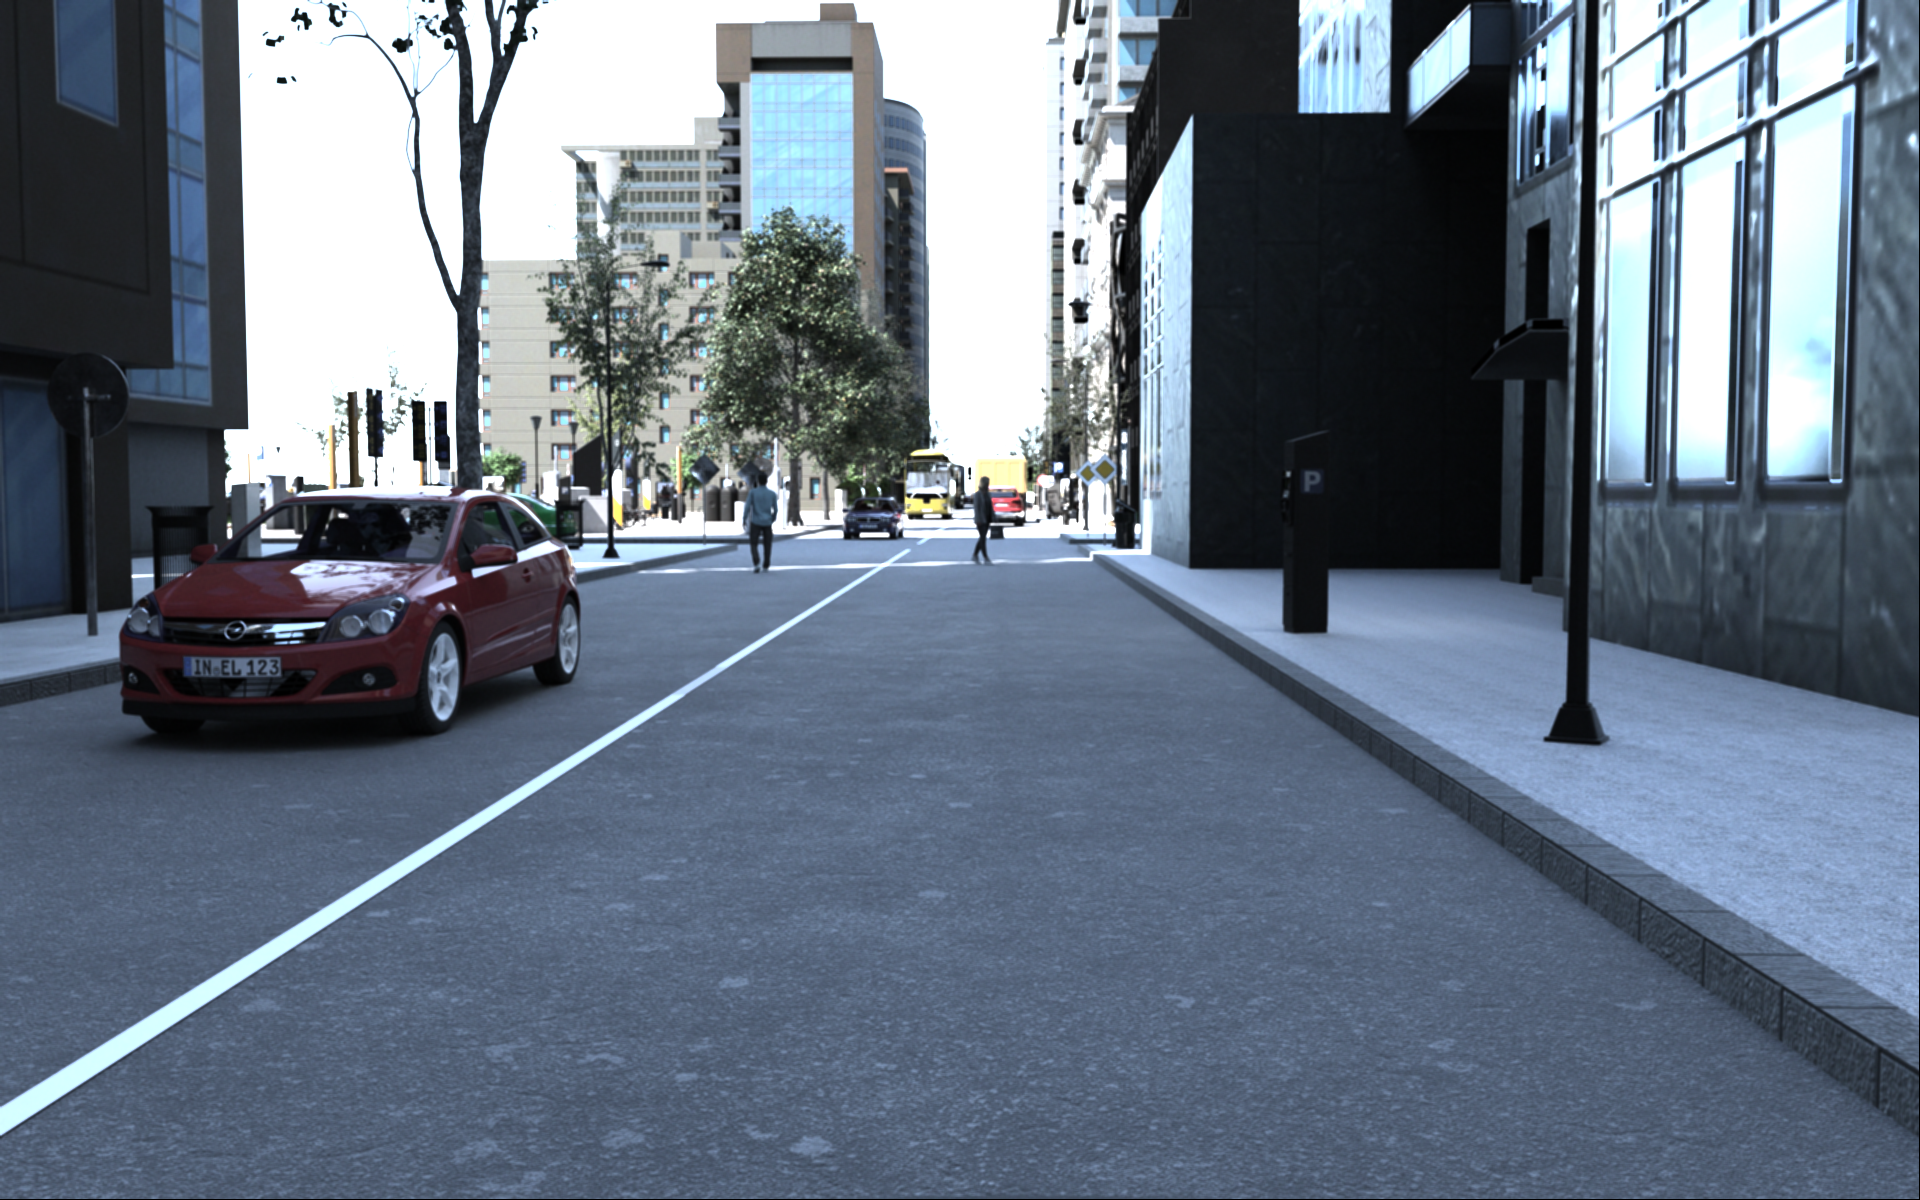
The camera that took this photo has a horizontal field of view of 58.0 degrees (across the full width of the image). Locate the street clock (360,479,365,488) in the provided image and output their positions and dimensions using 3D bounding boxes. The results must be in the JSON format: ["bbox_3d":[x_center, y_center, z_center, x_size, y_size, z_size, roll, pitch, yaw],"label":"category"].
[{"bbox_3d":[-27.442,-4.578,79.415,0.358,2.002,0.471,-1,4,-9],"label":"street clock"}]

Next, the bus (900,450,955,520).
[{"bbox_3d":[-1.694,-6.630,99.944,2.896,3.916,12.252,0,4,1],"label":"bus"}]

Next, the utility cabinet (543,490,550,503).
[{"bbox_3d":[-20.090,-4.651,84.729,0.318,1.500,1.173,-2,4,-25],"label":"utility cabinet"}]

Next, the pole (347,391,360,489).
[{"bbox_3d":[-12.027,-2.480,34.392,0.158,3.312,0.155,0,3,0],"label":"pole"}]

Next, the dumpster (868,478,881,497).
[{"bbox_3d":[-5.556,-6.233,104.408,1.502,2.255,1.985,0,4,1],"label":"dumpster"}]

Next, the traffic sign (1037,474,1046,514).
[{"bbox_3d":[5.357,-6.836,111.879,0.768,2.556,0.104,0,4,8],"label":"traffic sign"}]

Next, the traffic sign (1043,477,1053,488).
[{"bbox_3d":[5.112,-6.008,100.365,0.606,2.300,0.079,0,4,7],"label":"traffic sign"}]

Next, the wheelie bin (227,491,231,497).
[{"bbox_3d":[-49.090,-6.662,116.826,0.693,1.594,0.980,-3,4,-37],"label":"wheelie bin"}]

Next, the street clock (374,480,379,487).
[{"bbox_3d":[-29.536,-5.083,87.673,0.358,2.002,0.471,-1,4,-15],"label":"street clock"}]

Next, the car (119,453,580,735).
[{"bbox_3d":[-3.902,-0.162,11.690,2.155,1.783,4.494,0,4,3],"label":"car"}]

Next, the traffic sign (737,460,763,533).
[{"bbox_3d":[-6.186,-2.901,51.067,0.795,2.450,0.064,0,4,1],"label":"traffic sign"}]

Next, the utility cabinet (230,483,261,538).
[{"bbox_3d":[-13.977,-1.542,33.884,0.318,1.500,1.173,-1,4,-10],"label":"utility cabinet"}]

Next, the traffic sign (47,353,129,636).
[{"bbox_3d":[-7.866,-0.950,15.633,0.768,2.556,0.104,0,4,5],"label":"traffic sign"}]

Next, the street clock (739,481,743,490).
[{"bbox_3d":[-12.369,-5.705,97.847,0.358,2.002,0.471,-1,4,-9],"label":"street clock"}]

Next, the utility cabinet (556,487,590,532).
[{"bbox_3d":[-12.831,-2.984,57.463,0.318,1.500,1.173,3,4,38],"label":"utility cabinet"}]

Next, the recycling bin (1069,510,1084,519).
[{"bbox_3d":[6.139,-4.748,90.180,0.722,1.027,0.722,-3,4,-37],"label":"recycling bin"}]

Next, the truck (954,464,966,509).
[{"bbox_3d":[-0.973,-10.823,165.865,2.839,4.237,11.283,0,4,3],"label":"truck"}]

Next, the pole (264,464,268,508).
[{"bbox_3d":[-47.343,-7.607,118.214,0.158,3.312,0.155,0,3,0],"label":"pole"}]

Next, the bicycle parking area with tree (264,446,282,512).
[{"bbox_3d":[-41.298,-6.962,100.825,9.016,4.147,8.231,2,4,31],"label":"bicycle parking area with tree"}]

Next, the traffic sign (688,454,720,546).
[{"bbox_3d":[-6.359,-2.412,43.083,0.795,2.450,0.064,0,4,1],"label":"traffic sign"}]

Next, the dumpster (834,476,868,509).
[{"bbox_3d":[-5.843,-5.451,91.614,1.502,2.255,1.985,0,4,1],"label":"dumpster"}]

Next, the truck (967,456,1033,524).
[{"bbox_3d":[2.040,-5.621,87.834,3.469,3.379,9.791,0,4,1],"label":"truck"}]

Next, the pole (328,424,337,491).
[{"bbox_3d":[-18.315,-3.469,50.569,0.158,3.312,0.155,0,3,0],"label":"pole"}]

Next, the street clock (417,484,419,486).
[{"bbox_3d":[-36.981,-6.982,118.726,0.471,2.002,0.358,1,4,20],"label":"street clock"}]

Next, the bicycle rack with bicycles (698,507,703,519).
[{"bbox_3d":[-12.067,-4.580,88.267,2.852,0.926,2.925,-2,4,-35],"label":"bicycle rack with bicycles"}]

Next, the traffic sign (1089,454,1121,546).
[{"bbox_3d":[3.582,-2.398,42.847,0.795,2.450,0.064,0,4,1],"label":"traffic sign"}]

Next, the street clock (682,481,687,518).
[{"bbox_3d":[-14.850,-5.406,92.954,0.358,2.002,0.471,-3,5,-42],"label":"street clock"}]

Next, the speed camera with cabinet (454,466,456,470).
[{"bbox_3d":[-35.690,-7.813,122.071,0.660,3.252,2.038,-1,4,-9],"label":"speed camera with cabinet"}]

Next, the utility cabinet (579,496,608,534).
[{"bbox_3d":[-11.780,-2.745,56.038,1.020,1.237,0.306,-1,4,-16],"label":"utility cabinet"}]

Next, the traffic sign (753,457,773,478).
[{"bbox_3d":[-6.826,-3.653,59.830,0.768,2.556,0.104,0,4,2],"label":"traffic sign"}]

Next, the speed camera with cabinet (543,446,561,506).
[{"bbox_3d":[-16.848,-4.763,72.218,0.660,3.252,2.038,0,4,1],"label":"speed camera with cabinet"}]

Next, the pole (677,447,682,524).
[{"bbox_3d":[-12.049,-4.930,74.451,0.158,3.312,0.155,0,3,0],"label":"pole"}]

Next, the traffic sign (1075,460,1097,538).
[{"bbox_3d":[3.756,-2.886,50.831,0.795,2.450,0.064,0,4,1],"label":"traffic sign"}]

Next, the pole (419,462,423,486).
[{"bbox_3d":[-26.099,-5.506,83.861,0.158,3.312,0.155,0,3,0],"label":"pole"}]

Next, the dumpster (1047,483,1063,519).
[{"bbox_3d":[5.078,-5.063,88.536,1.264,1.857,1.865,0,4,1],"label":"dumpster"}]

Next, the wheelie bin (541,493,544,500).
[{"bbox_3d":[-29.250,-7.037,122.956,0.980,1.594,0.693,-1,4,-17],"label":"wheelie bin"}]

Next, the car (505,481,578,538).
[{"bbox_3d":[-12.895,-2.361,47.391,4.718,1.807,1.959,0,4,1],"label":"car"}]

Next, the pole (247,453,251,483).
[{"bbox_3d":[-34.882,-5.577,85.027,0.158,3.312,0.155,0,3,0],"label":"pole"}]

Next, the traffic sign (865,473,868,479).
[{"bbox_3d":[-5.729,-6.456,105.555,0.884,2.594,0.081,0,4,5],"label":"traffic sign"}]

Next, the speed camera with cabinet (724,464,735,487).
[{"bbox_3d":[-15.280,-7.254,112.946,0.660,3.252,2.038,1,4,16],"label":"speed camera with cabinet"}]

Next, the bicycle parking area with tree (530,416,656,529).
[{"bbox_3d":[-15.667,-4.868,66.587,9.016,4.147,8.231,1,4,16],"label":"bicycle parking area with tree"}]

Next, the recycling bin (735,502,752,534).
[{"bbox_3d":[-6.705,-2.621,55.401,0.722,1.027,0.722,-3,5,-41],"label":"recycling bin"}]

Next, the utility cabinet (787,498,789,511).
[{"bbox_3d":[-9.622,-5.292,97.689,1.020,1.237,0.306,-2,4,-27],"label":"utility cabinet"}]

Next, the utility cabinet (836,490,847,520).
[{"bbox_3d":[-5.837,-4.697,85.483,0.318,1.500,1.173,-1,4,-18],"label":"utility cabinet"}]

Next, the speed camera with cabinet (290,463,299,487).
[{"bbox_3d":[-43.321,-7.158,111.368,2.038,3.252,0.660,0,4,3],"label":"speed camera with cabinet"}]

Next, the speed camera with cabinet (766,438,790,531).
[{"bbox_3d":[-6.605,-4.118,61.661,0.660,3.252,2.038,0,4,3],"label":"speed camera with cabinet"}]

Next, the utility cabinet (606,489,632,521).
[{"bbox_3d":[-16.203,-4.506,82.344,1.173,1.500,0.318,-3,4,-39],"label":"utility cabinet"}]

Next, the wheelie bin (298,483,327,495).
[{"bbox_3d":[-19.207,-2.667,51.506,0.980,1.594,0.693,-2,4,-26],"label":"wheelie bin"}]
